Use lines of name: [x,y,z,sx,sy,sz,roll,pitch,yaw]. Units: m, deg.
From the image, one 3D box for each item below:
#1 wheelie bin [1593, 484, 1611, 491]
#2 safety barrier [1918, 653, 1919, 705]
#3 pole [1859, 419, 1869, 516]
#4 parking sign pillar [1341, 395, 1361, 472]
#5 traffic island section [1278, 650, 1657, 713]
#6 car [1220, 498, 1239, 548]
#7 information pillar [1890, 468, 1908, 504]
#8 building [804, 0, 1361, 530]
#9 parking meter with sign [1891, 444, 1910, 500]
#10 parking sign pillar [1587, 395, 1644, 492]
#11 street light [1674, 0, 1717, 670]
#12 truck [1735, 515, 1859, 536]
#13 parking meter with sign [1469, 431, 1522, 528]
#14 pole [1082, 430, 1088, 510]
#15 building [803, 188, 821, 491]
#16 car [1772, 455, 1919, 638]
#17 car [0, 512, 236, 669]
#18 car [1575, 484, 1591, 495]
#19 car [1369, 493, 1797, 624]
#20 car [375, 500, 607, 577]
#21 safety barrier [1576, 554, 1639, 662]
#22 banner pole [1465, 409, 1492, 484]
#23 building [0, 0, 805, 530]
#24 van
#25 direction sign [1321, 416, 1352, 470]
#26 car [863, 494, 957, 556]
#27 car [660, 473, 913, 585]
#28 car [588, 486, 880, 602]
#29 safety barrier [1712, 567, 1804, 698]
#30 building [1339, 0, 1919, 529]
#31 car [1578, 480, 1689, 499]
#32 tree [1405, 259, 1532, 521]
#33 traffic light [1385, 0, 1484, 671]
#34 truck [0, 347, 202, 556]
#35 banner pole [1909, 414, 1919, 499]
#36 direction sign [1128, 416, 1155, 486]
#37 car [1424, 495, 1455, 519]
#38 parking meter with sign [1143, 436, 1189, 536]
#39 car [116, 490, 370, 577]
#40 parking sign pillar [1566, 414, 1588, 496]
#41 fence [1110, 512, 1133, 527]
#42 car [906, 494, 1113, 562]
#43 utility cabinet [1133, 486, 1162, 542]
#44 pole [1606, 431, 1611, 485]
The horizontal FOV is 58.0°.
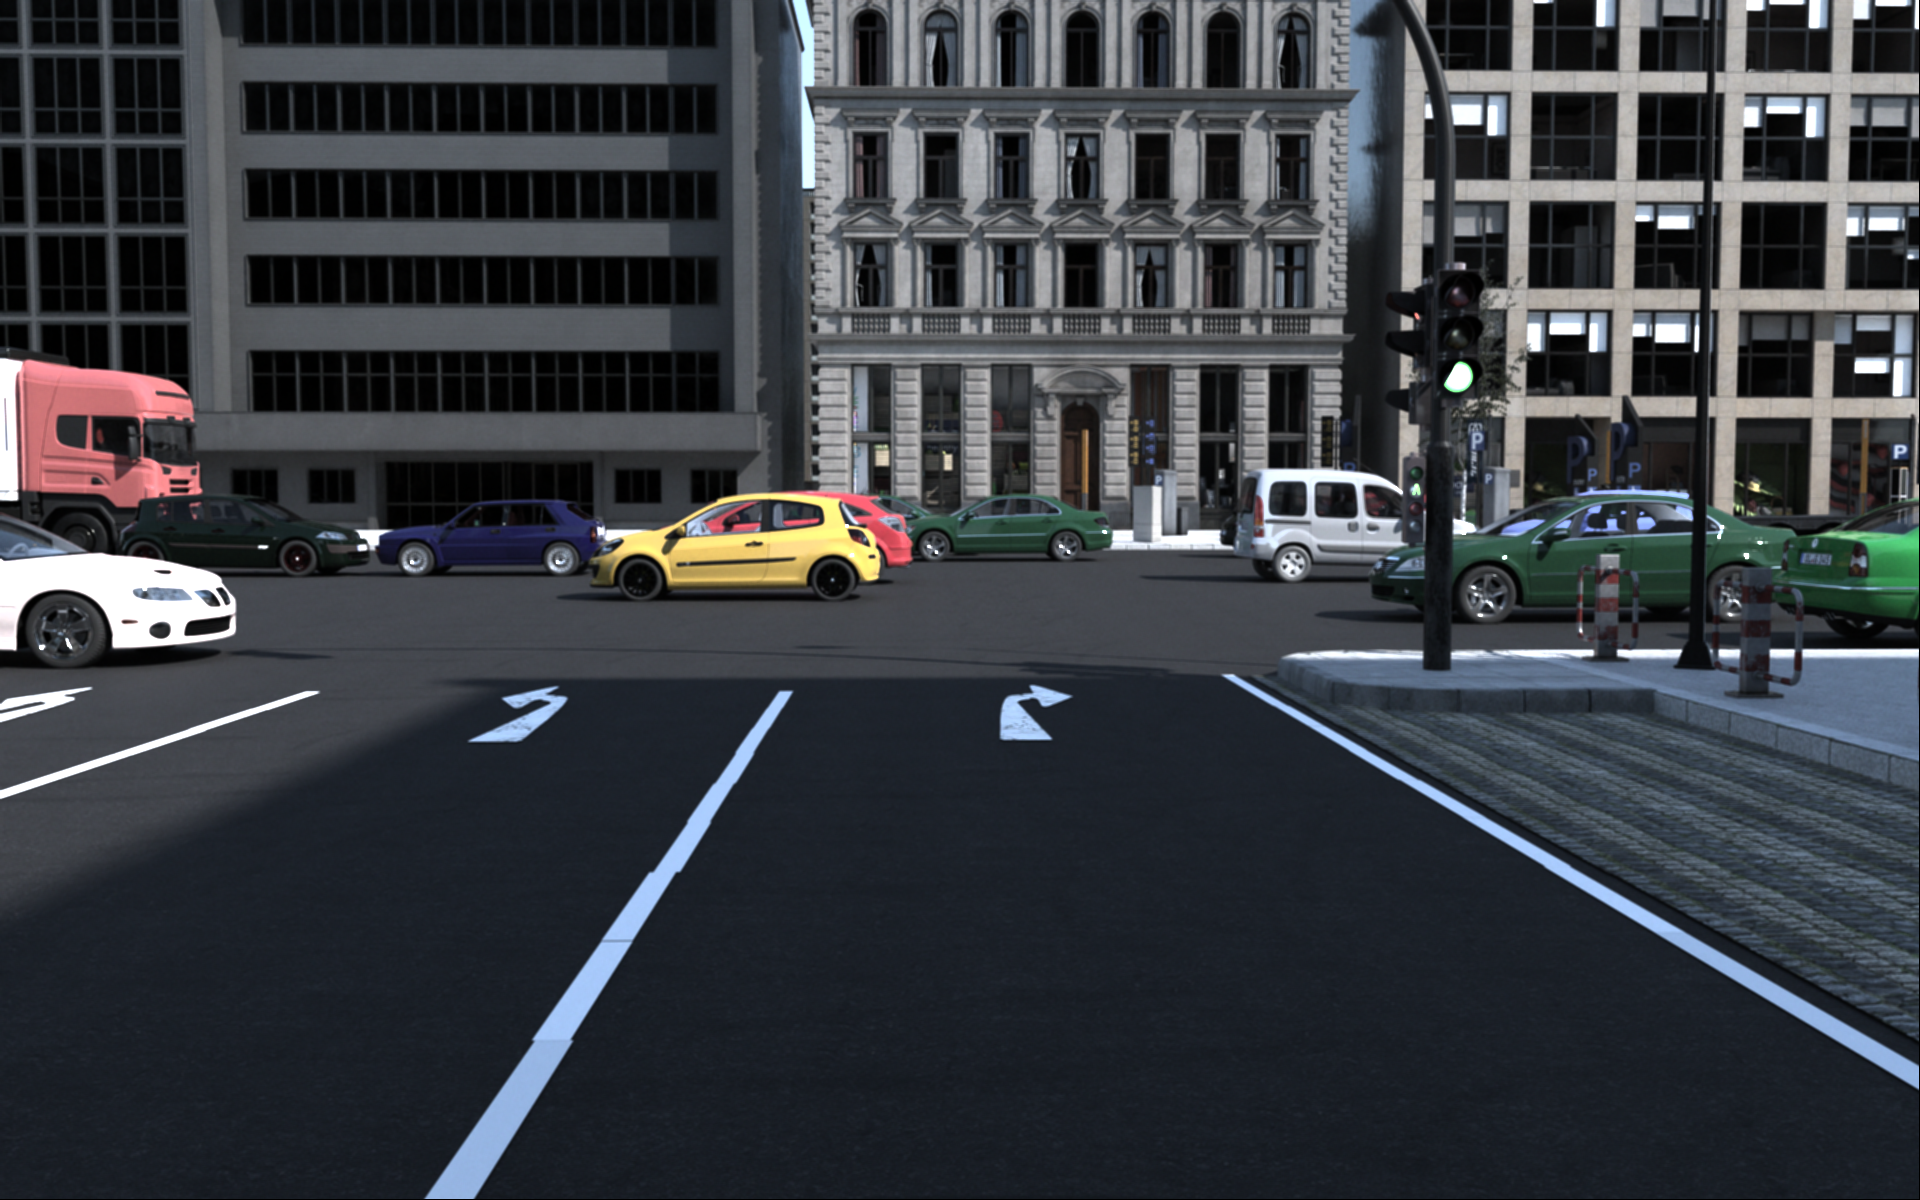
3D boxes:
wheelie bin: [19.723,-2.753,52.922,0.693,1.594,0.980,0,4,-4]
safety barrier: [5.086,0.348,8.578,0.300,0.817,1.120,0,4,-1]
pole: [24.637,-3.265,47.219,0.158,3.312,0.155,0,3,0]
parking sign pillar: [10.503,-3.551,46.527,1.447,3.967,1.447,1,4,16]
traffic island section: [3.505,0.586,12.705,2.009,0.180,2.903,0,4,-1]
car: [8.035,-1.809,39.367,4.222,1.686,2.009,0,4,-3]
information pillar: [26.008,-2.662,48.014,0.304,2.012,0.304,-2,4,-26]
building: [4.120,-14.445,65.052,19.941,23.489,11.050,0,4,-1]
parking meter with sign: [32.361,-3.871,59.549,0.543,3.016,1.738,2,4,24]
parking sign pillar: [17.993,-3.565,46.756,1.447,3.967,1.447,0,4,2]
street light: [4.898,-2.451,12.613,1.470,5.913,1.316,0,4,-1]
truck: [23.880,-2.805,35.622,18.799,4.110,2.967,0,4,0]
parking meter with sign: [15.006,-3.186,48.347,1.738,3.016,0.543,-2,4,-33]
pole: [3.962,-3.738,54.961,0.158,3.312,0.155,0,3,0]
building: [-15.968,-33.084,224.522,14.086,41.232,14.154,0,4,-1]
car: [10.347,-0.474,16.550,4.718,1.807,1.959,0,4,-3]
car: [-8.824,-0.161,15.000,4.827,1.381,2.083,0,4,-2]
car: [16.171,-1.936,41.243,3.694,1.707,1.945,0,4,-1]
car: [7.192,-0.502,20.000,4.920,1.459,2.131,0,4,-3]
car: [-8.277,-1.115,30.813,3.894,1.354,1.945,0,4,-3]
safety barrier: [4.967,0.059,13.307,0.300,0.817,1.120,0,4,-1]
banner pole: [15.291,-3.724,50.904,0.863,3.779,0.401,1,4,11]
building: [-21.413,-15.120,66.281,30.058,24.678,14.314,0,4,-1]
van: [6.666,-1.329,28.733,4.112,2.044,2.013,0,4,-3]
direction sign: [10.901,-3.562,50.231,0.876,3.537,0.379,2,4,27]
car: [-1.723,-1.777,40.849,4.920,1.459,2.131,0,4,0]
car: [-3.007,-1.158,27.979,4.494,1.783,2.155,0,4,-3]
car: [-3.095,-0.835,23.877,3.980,1.641,2.015,0,4,-1]
safety barrier: [5.026,0.204,10.943,0.300,0.817,1.120,0,4,-1]
building: [31.967,-16.202,69.423,34.151,26.468,19.350,0,4,-1]
car: [11.459,-1.311,31.027,3.694,1.707,1.945,0,3,0]
tree: [16.086,-6.410,55.173,4.360,8.622,3.978,0,3,0]
traffic light: [1.376,-2.308,12.396,4.771,5.953,1.251,0,4,-1]
truck: [-20.394,-2.769,34.189,11.283,4.237,2.839,0,4,-2]
banner pole: [29.905,-3.912,53.983,0.863,3.779,0.401,2,4,28]
direction sign: [5.272,-3.566,50.308,0.876,3.537,0.379,-2,4,-27]
car: [9.836,-2.033,42.287,4.494,1.783,2.155,0,4,0]
parking meter with sign: [6.329,-3.478,53.134,0.543,3.016,1.738,3,5,45]
car: [-12.644,-1.271,30.573,4.222,1.686,2.009,0,4,-1]
parking sign pillar: [20.784,-4.243,57.843,1.447,3.967,1.447,-1,4,-10]
fence: [5.994,-2.641,58.556,2.069,0.683,0.278,-1,4,-16]
car: [0.851,-1.571,37.490,4.920,1.459,2.131,0,4,-3]
utility cabinet: [5.006,-2.292,46.158,0.318,1.500,1.173,-1,4,-19]
pole: [20.961,-3.800,55.977,0.158,3.312,0.155,0,3,0]
